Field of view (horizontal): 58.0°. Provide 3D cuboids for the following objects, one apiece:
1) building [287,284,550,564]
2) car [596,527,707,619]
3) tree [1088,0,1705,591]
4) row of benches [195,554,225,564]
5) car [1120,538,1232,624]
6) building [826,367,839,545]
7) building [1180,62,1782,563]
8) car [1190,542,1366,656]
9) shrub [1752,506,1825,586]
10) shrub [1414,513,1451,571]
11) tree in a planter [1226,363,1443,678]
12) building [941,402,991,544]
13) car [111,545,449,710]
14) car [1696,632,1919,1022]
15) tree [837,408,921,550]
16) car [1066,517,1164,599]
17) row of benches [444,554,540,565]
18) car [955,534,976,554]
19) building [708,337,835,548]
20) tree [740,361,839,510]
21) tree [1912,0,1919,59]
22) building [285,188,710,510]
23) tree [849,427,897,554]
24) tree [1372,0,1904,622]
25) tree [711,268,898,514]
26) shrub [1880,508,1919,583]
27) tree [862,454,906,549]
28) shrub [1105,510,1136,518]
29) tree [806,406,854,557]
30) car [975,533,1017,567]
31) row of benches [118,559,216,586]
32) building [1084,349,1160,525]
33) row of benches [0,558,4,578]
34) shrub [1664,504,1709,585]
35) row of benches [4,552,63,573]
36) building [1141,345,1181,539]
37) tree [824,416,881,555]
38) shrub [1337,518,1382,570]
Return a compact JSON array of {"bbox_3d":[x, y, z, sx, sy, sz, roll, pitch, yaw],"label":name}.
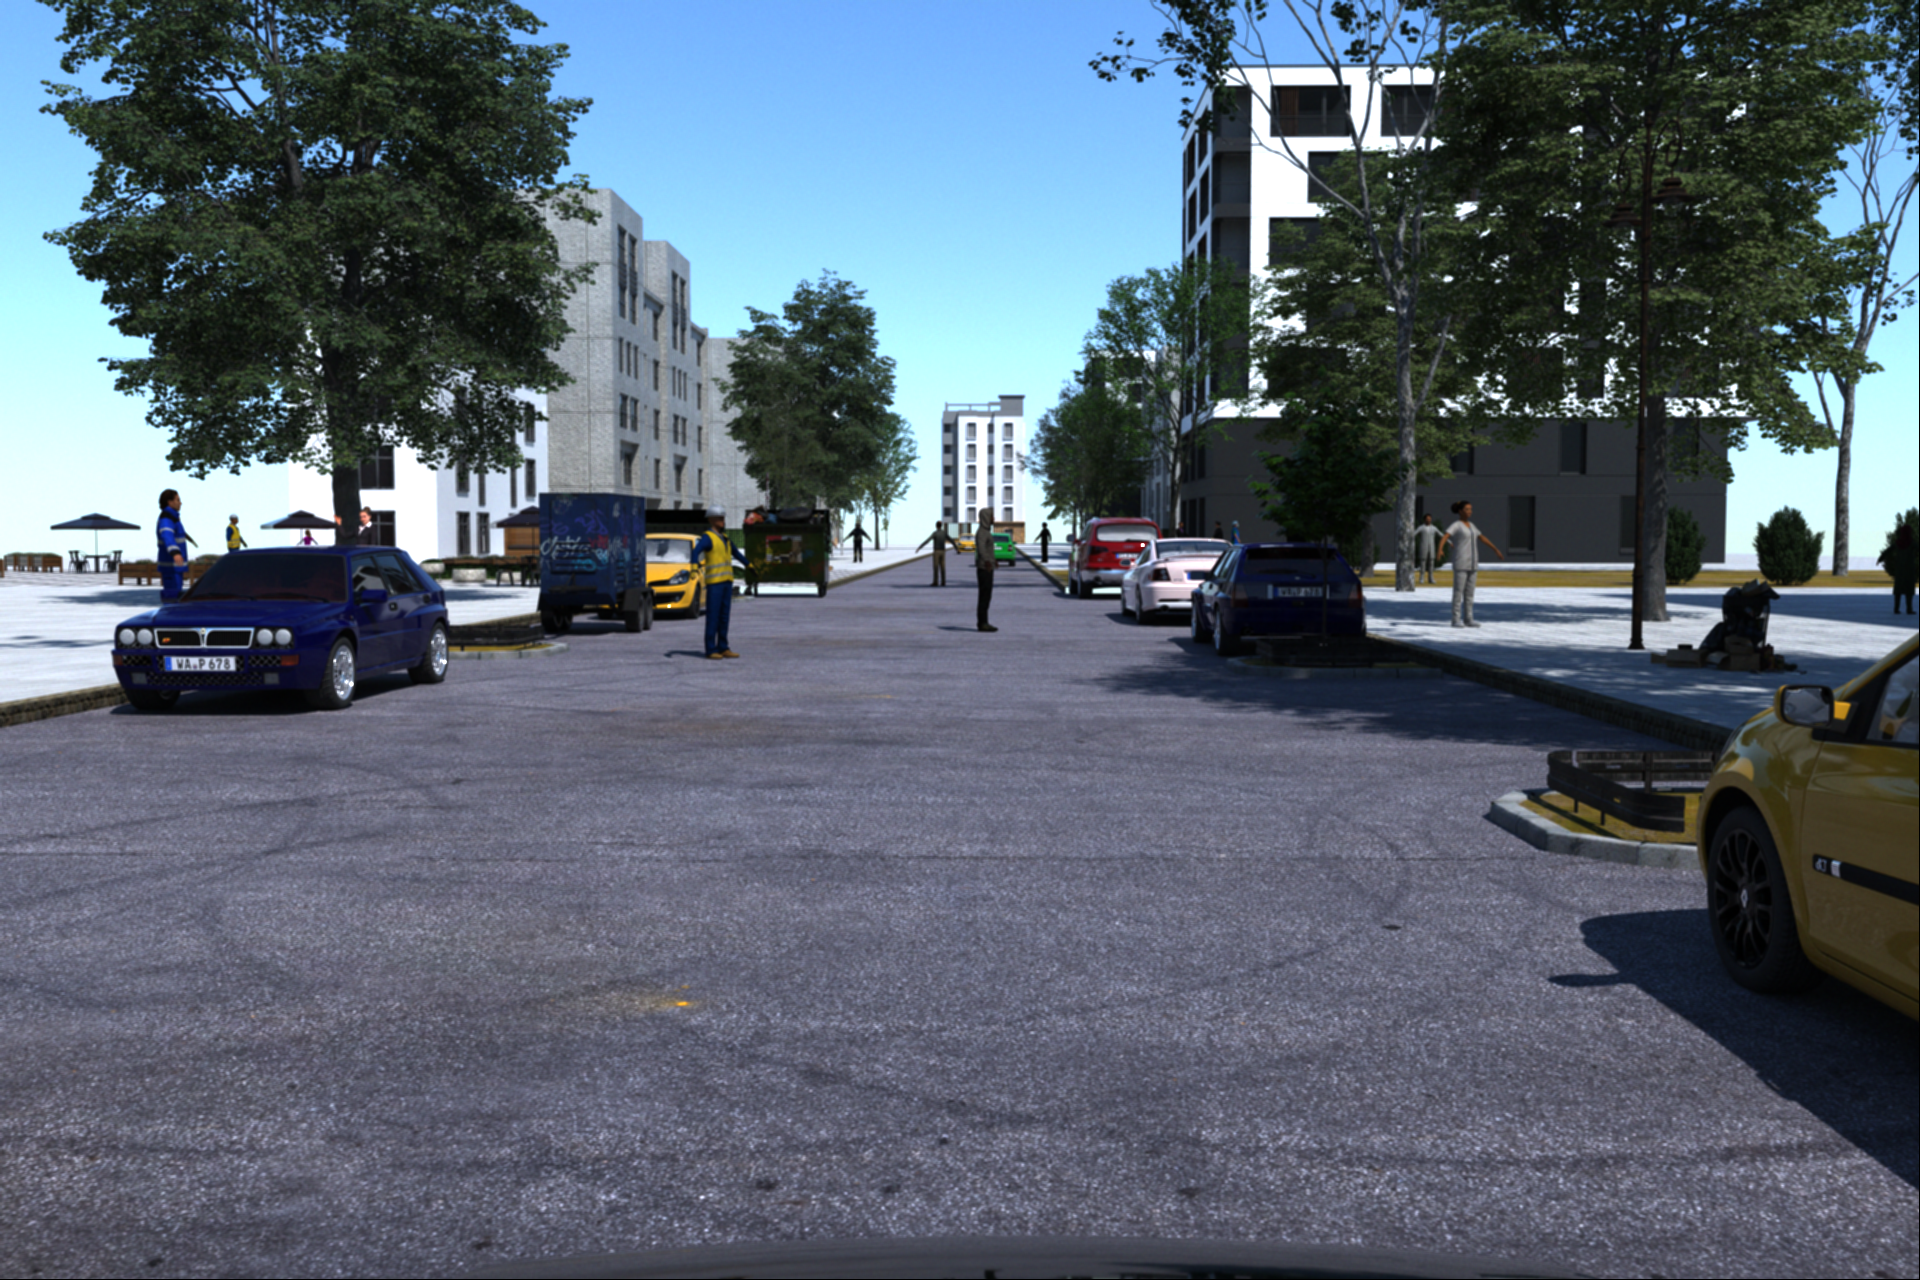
[{"bbox_3d":[-21.651,-7.971,72.481,9.099,9.664,28.070,0,4,2],"label":"building"},{"bbox_3d":[-5.232,-1.233,30.384,2.015,1.641,3.980,0,4,1],"label":"car"},{"bbox_3d":[9.089,-11.076,36.976,12.611,20.169,13.585,0,3,0],"label":"tree"},{"bbox_3d":[-22.437,-2.281,52.753,1.422,0.672,4.104,-3,4,-38],"label":"row of benches"},{"bbox_3d":[3.749,-1.009,28.856,2.083,1.381,4.827,0,4,0],"label":"car"},{"bbox_3d":[-19.795,-20.721,195.213,16.016,20.090,11.380,0,4,1],"label":"building"},{"bbox_3d":[25.431,-15.161,91.862,27.936,21.610,32.646,0,4,1],"label":"building"},{"bbox_3d":[3.908,-0.556,21.676,1.945,1.354,3.894,0,4,1],"label":"car"},{"bbox_3d":[20.594,-2.364,43.070,1.690,2.028,1.600,0,3,0],"label":"shrub"},{"bbox_3d":[16.176,-3.394,59.912,1.690,2.028,1.600,0,3,0],"label":"shrub"},{"bbox_3d":[3.836,-1.279,18.131,1.991,3.239,1.994,0,4,2],"label":"tree in a planter"},{"bbox_3d":[-2.177,-23.248,238.974,11.380,20.090,16.016,0,4,-2],"label":"building"},{"bbox_3d":[-5.864,-0.169,15.340,1.945,1.354,3.894,0,4,1],"label":"car"},{"bbox_3d":[3.263,0.366,4.242,2.015,1.641,3.980,0,4,2],"label":"car"},{"bbox_3d":[-6.633,-12.851,135.864,9.928,11.665,9.643,0,3,0],"label":"tree"},{"bbox_3d":[3.630,-1.911,39.910,2.281,1.827,5.304,0,4,0],"label":"car"},{"bbox_3d":[-14.067,-2.311,53.244,1.422,0.672,4.104,2,4,35],"label":"row of benches"},{"bbox_3d":[0.637,-6.984,124.410,2.015,1.641,3.980,0,4,1],"label":"car"},{"bbox_3d":[-22.551,-18.675,171.795,16.747,18.905,31.486,0,4,2],"label":"building"},{"bbox_3d":[-7.482,-7.513,73.198,4.360,8.622,3.978,0,3,0],"label":"tree"},{"bbox_3d":[9.475,-6.273,9.216,9.857,13.997,8.962,0,3,0],"label":"tree"},{"bbox_3d":[-25.994,-14.572,104.707,16.747,18.905,31.486,0,4,1],"label":"building"},{"bbox_3d":[-6.808,-9.966,113.312,4.360,8.622,3.978,0,3,0],"label":"tree"},{"bbox_3d":[9.817,-6.546,25.148,7.486,12.596,7.792,0,3,0],"label":"tree"},{"bbox_3d":[-7.396,-10.898,84.837,9.857,13.997,8.962,0,3,0],"label":"tree"},{"bbox_3d":[25.046,-2.511,45.466,1.690,2.028,1.600,0,3,0],"label":"shrub"},{"bbox_3d":[-6.379,-11.901,144.938,4.737,8.622,4.395,0,3,0],"label":"tree"},{"bbox_3d":[5.131,-3.174,55.940,1.661,2.075,1.752,0,3,0],"label":"shrub"},{"bbox_3d":[-6.951,-8.929,96.355,4.360,8.622,3.978,0,3,0],"label":"tree"},{"bbox_3d":[1.573,-4.198,77.439,1.959,1.807,4.718,0,4,1],"label":"car"},{"bbox_3d":[-19.130,-1.681,42.954,4.104,0.672,1.422,2,4,24],"label":"row of benches"},{"bbox_3d":[28.709,-22.250,207.768,27.936,21.610,32.646,0,4,1],"label":"building"},{"bbox_3d":[-29.268,-2.235,51.999,1.422,0.672,4.104,-2,4,-34],"label":"row of benches"},{"bbox_3d":[17.940,-2.423,43.662,1.661,2.075,1.752,0,3,0],"label":"shrub"},{"bbox_3d":[-31.548,-2.661,58.966,4.104,0.672,1.422,3,5,45],"label":"row of benches"},{"bbox_3d":[27.569,-18.608,170.705,16.747,18.905,31.486,0,4,1],"label":"building"},{"bbox_3d":[-7.048,-9.464,105.094,4.737,8.622,4.395,0,3,0],"label":"tree"},{"bbox_3d":[14.102,-3.502,61.304,1.661,2.075,1.752,0,3,0],"label":"shrub"}]
